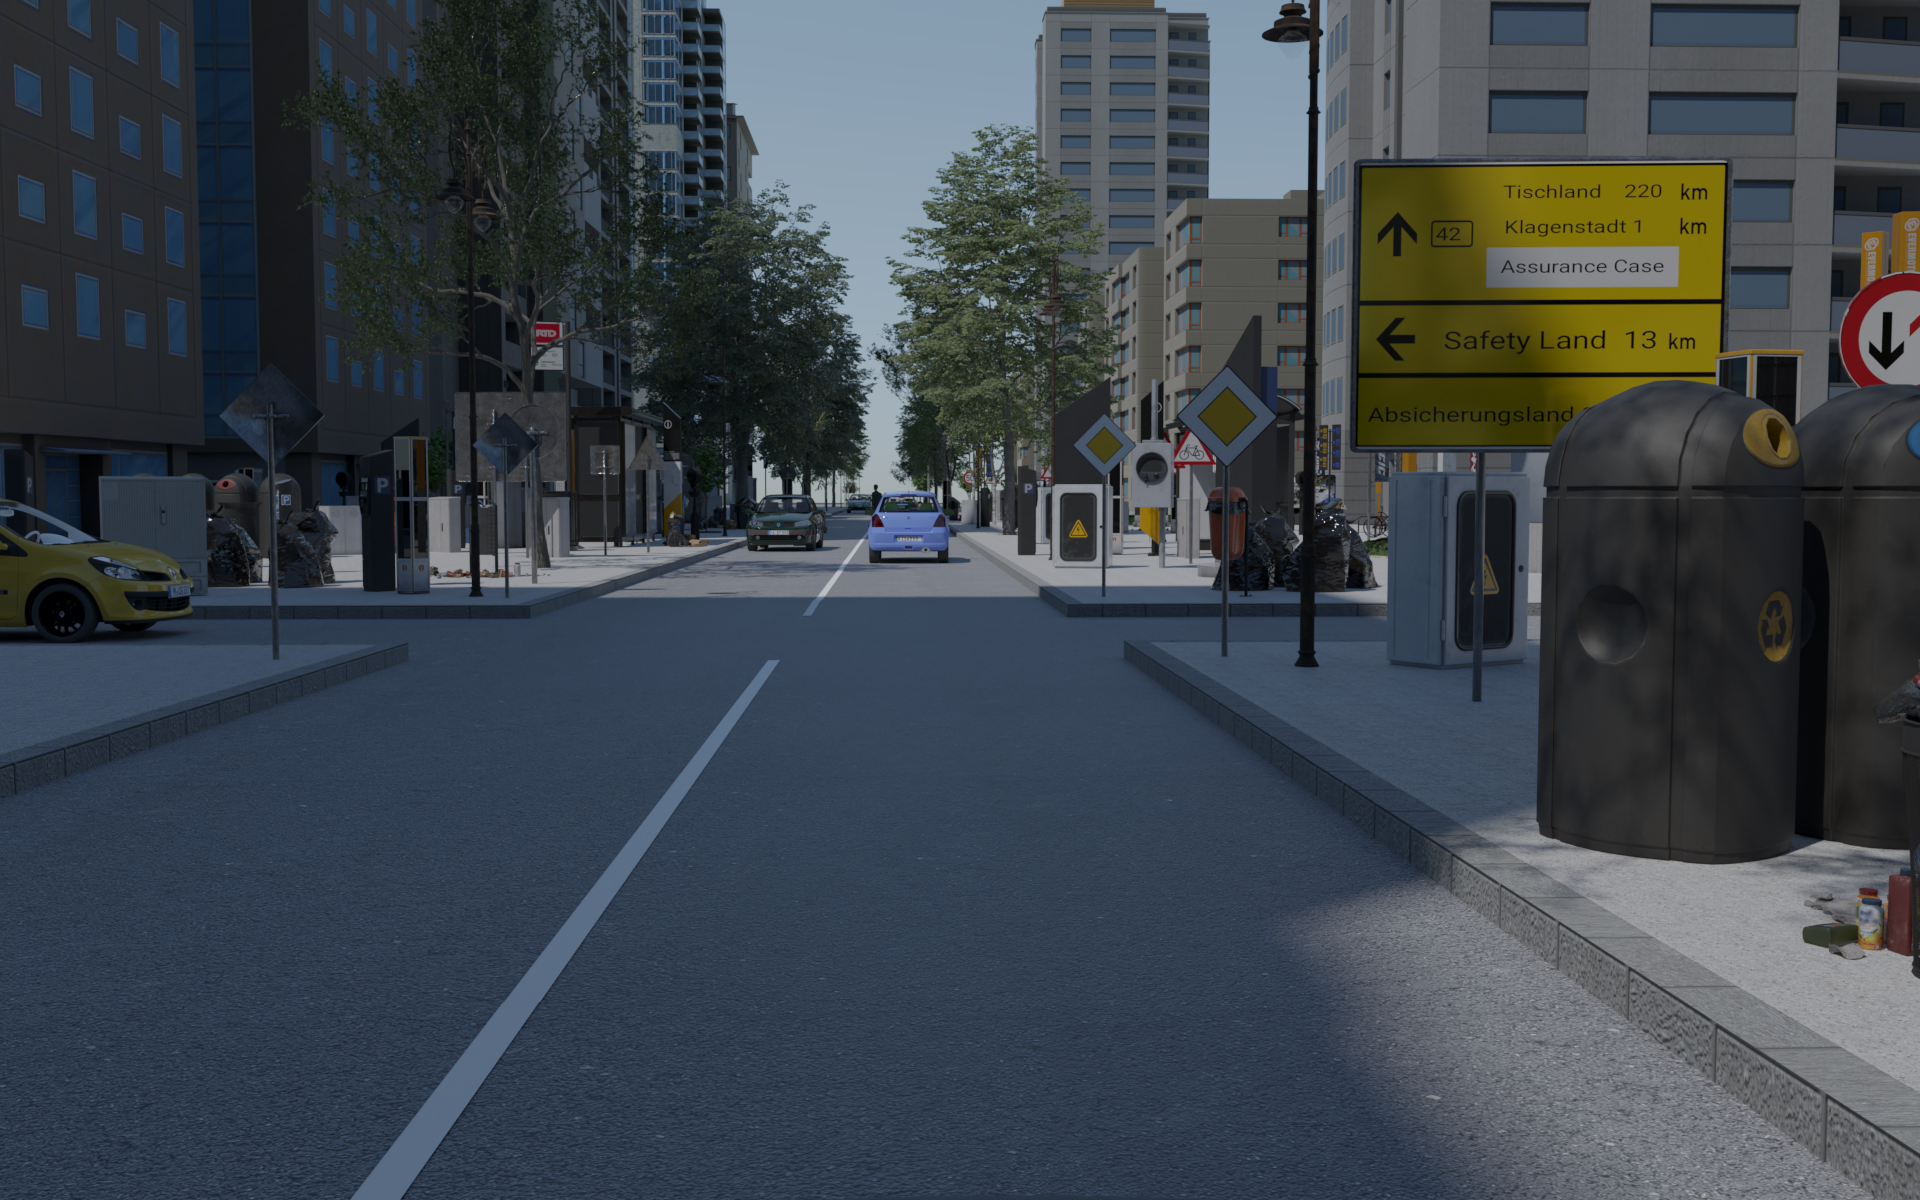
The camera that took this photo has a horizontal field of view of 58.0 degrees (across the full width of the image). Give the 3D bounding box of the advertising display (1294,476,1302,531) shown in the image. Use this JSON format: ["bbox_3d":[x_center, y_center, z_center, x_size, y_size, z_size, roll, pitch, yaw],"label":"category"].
[{"bbox_3d":[11.541,-3.389,60.625,0.123,1.923,0.974,-3,5,-44],"label":"advertising display"}]

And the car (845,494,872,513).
[{"bbox_3d":[-7.618,-7.290,130.986,2.131,1.459,4.920,0,4,-2],"label":"car"}]

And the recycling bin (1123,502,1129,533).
[{"bbox_3d":[5.132,-2.761,57.692,0.722,1.027,0.722,-3,5,-43],"label":"recycling bin"}]

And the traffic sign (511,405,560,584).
[{"bbox_3d":[-6.087,-1.504,24.705,0.768,2.556,0.104,0,4,5],"label":"traffic sign"}]

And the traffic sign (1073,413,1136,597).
[{"bbox_3d":[1.795,-1.098,21.602,0.795,2.450,0.064,0,4,-2],"label":"traffic sign"}]

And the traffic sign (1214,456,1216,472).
[{"bbox_3d":[5.200,-1.922,33.561,0.606,2.300,0.079,0,4,1],"label":"traffic sign"}]

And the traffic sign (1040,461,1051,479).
[{"bbox_3d":[3.236,-3.692,60.366,0.884,2.594,0.081,0,3,0],"label":"traffic sign"}]

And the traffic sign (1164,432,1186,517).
[{"bbox_3d":[4.262,-2.212,36.167,0.884,2.594,0.081,0,4,4],"label":"traffic sign"}]

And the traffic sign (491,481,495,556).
[{"bbox_3d":[-9.609,-2.179,35.625,0.884,2.594,0.081,0,4,3],"label":"traffic sign"}]

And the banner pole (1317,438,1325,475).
[{"bbox_3d":[13.886,-4.754,67.743,0.863,3.779,0.401,2,4,27],"label":"banner pole"}]

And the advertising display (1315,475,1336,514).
[{"bbox_3d":[11.928,-3.179,57.195,0.974,1.923,0.123,-1,4,-12],"label":"advertising display"}]

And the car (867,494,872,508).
[{"bbox_3d":[-8.828,-9.348,162.618,2.009,1.686,4.222,0,4,-4],"label":"car"}]

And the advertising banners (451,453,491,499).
[{"bbox_3d":[-20.773,-4.772,74.212,2.074,3.025,0.090,0,4,3],"label":"advertising banners"}]

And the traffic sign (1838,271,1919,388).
[{"bbox_3d":[5.414,-0.605,10.006,0.768,2.556,0.104,0,4,1],"label":"traffic sign"}]

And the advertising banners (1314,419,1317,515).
[{"bbox_3d":[8.150,-2.671,39.857,0.090,3.025,2.074,1,4,15],"label":"advertising banners"}]

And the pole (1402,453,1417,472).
[{"bbox_3d":[6.731,-1.963,25.941,0.158,3.312,0.155,0,3,0],"label":"pole"}]

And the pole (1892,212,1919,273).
[{"bbox_3d":[6.873,-1.151,12.655,0.158,3.312,0.155,0,3,0],"label":"pole"}]

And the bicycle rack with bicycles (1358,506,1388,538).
[{"bbox_3d":[13.241,-2.354,51.865,2.925,0.926,2.852,0,4,-2],"label":"bicycle rack with bicycles"}]

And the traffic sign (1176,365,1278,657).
[{"bbox_3d":[2.087,-0.610,13.622,0.795,2.450,0.064,0,4,-2],"label":"traffic sign"}]

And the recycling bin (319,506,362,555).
[{"bbox_3d":[-13.133,-1.479,36.730,0.722,1.027,0.722,-2,4,-34],"label":"recycling bin"}]

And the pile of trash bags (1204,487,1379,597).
[{"bbox_3d":[4.181,-0.808,22.961,1.912,1.369,3.447,2,4,34],"label":"pile of trash bags"}]

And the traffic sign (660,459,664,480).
[{"bbox_3d":[-8.420,-2.945,50.281,0.606,2.300,0.079,0,4,7],"label":"traffic sign"}]

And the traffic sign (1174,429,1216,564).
[{"bbox_3d":[4.238,-1.941,31.738,0.884,2.594,0.081,0,4,2],"label":"traffic sign"}]

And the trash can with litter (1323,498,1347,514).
[{"bbox_3d":[10.900,-2.449,51.433,1.055,1.170,0.624,-1,4,-16],"label":"trash can with litter"}]

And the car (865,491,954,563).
[{"bbox_3d":[-1.092,-1.688,37.197,1.945,1.707,3.694,0,4,-2],"label":"car"}]

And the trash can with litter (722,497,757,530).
[{"bbox_3d":[-8.030,-3.133,62.618,0.624,1.170,1.055,3,5,44],"label":"trash can with litter"}]

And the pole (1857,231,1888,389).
[{"bbox_3d":[7.139,-1.209,13.603,0.158,3.312,0.155,0,3,0],"label":"pole"}]

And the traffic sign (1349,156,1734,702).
[{"bbox_3d":[3.521,-1.023,10.595,2.265,3.308,0.079,0,4,2],"label":"traffic sign"}]

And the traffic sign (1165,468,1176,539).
[{"bbox_3d":[5.653,-2.924,47.816,0.884,2.594,0.081,0,4,1],"label":"traffic sign"}]

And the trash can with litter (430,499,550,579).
[{"bbox_3d":[-7.674,-0.977,27.038,2.233,1.210,1.678,2,4,25],"label":"trash can with litter"}]

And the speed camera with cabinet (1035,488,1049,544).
[{"bbox_3d":[2.792,-3.089,44.839,2.038,3.252,0.660,-2,4,-32],"label":"speed camera with cabinet"}]

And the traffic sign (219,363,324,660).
[{"bbox_3d":[-5.303,-0.595,13.373,0.795,2.450,0.064,0,4,-2],"label":"traffic sign"}]

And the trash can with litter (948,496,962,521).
[{"bbox_3d":[-0.063,-4.372,82.869,1.055,1.170,0.624,2,4,32],"label":"trash can with litter"}]

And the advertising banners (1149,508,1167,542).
[{"bbox_3d":[5.134,-3.019,45.553,0.090,3.025,2.074,-1,4,-8],"label":"advertising banners"}]

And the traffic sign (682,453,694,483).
[{"bbox_3d":[-8.686,-3.304,54.134,0.768,2.556,0.104,0,4,6],"label":"traffic sign"}]

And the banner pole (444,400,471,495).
[{"bbox_3d":[-13.424,-3.429,46.077,0.863,3.779,0.401,1,4,12],"label":"banner pole"}]

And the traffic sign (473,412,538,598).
[{"bbox_3d":[-5.595,-1.083,21.352,0.795,2.450,0.064,0,4,-2],"label":"traffic sign"}]

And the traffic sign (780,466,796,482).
[{"bbox_3d":[-7.834,-4.818,78.886,0.768,2.556,0.104,0,4,5],"label":"traffic sign"}]

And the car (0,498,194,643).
[{"bbox_3d":[-9.828,-0.436,17.355,3.980,1.641,2.015,0,4,-2],"label":"car"}]

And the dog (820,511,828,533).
[{"bbox_3d":[-5.121,-2.860,63.595,0.513,0.831,0.800,2,4,30],"label":"dog"}]

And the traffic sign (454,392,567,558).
[{"bbox_3d":[-8.972,-2.489,34.576,2.265,3.308,0.079,0,4,5],"label":"traffic sign"}]

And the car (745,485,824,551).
[{"bbox_3d":[-4.499,-2.142,44.814,2.009,1.686,4.222,0,4,0],"label":"car"}]

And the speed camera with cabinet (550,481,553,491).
[{"bbox_3d":[-19.042,-5.302,81.020,2.038,3.252,0.660,3,4,38],"label":"speed camera with cabinet"}]

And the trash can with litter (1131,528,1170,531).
[{"bbox_3d":[6.894,-3.066,61.191,1.678,1.210,2.233,1,4,21],"label":"trash can with litter"}]

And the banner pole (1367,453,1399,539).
[{"bbox_3d":[10.496,-3.277,43.597,0.863,3.779,0.401,-2,4,-27],"label":"banner pole"}]

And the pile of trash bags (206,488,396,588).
[{"bbox_3d":[-9.194,-0.895,24.391,3.447,1.369,1.912,0,4,4],"label":"pile of trash bags"}]

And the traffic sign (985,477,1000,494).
[{"bbox_3d":[1.681,-5.571,91.094,0.884,2.594,0.081,0,4,7],"label":"traffic sign"}]

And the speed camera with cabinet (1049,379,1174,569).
[{"bbox_3d":[2.645,-2.174,29.887,2.038,3.252,0.660,1,4,12],"label":"speed camera with cabinet"}]

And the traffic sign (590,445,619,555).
[{"bbox_3d":[-7.428,-2.086,36.240,0.606,2.300,0.079,0,4,-1],"label":"traffic sign"}]

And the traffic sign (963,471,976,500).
[{"bbox_3d":[0.557,-5.853,95.804,0.768,2.556,0.104,0,4,6],"label":"traffic sign"}]

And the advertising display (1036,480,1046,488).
[{"bbox_3d":[4.189,-5.078,88.242,0.123,1.923,0.974,1,4,22],"label":"advertising display"}]

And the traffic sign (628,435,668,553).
[{"bbox_3d":[-6.823,-2.315,37.861,0.884,2.594,0.081,0,4,7],"label":"traffic sign"}]

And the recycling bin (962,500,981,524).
[{"bbox_3d":[0.554,-3.725,73.453,0.722,1.027,0.722,3,5,44],"label":"recycling bin"}]

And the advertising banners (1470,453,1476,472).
[{"bbox_3d":[17.359,-3.740,57.332,0.090,3.025,2.074,-1,4,-11],"label":"advertising banners"}]

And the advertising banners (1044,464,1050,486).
[{"bbox_3d":[4.059,-5.815,91.268,0.090,3.025,2.074,-3,5,-40],"label":"advertising banners"}]
